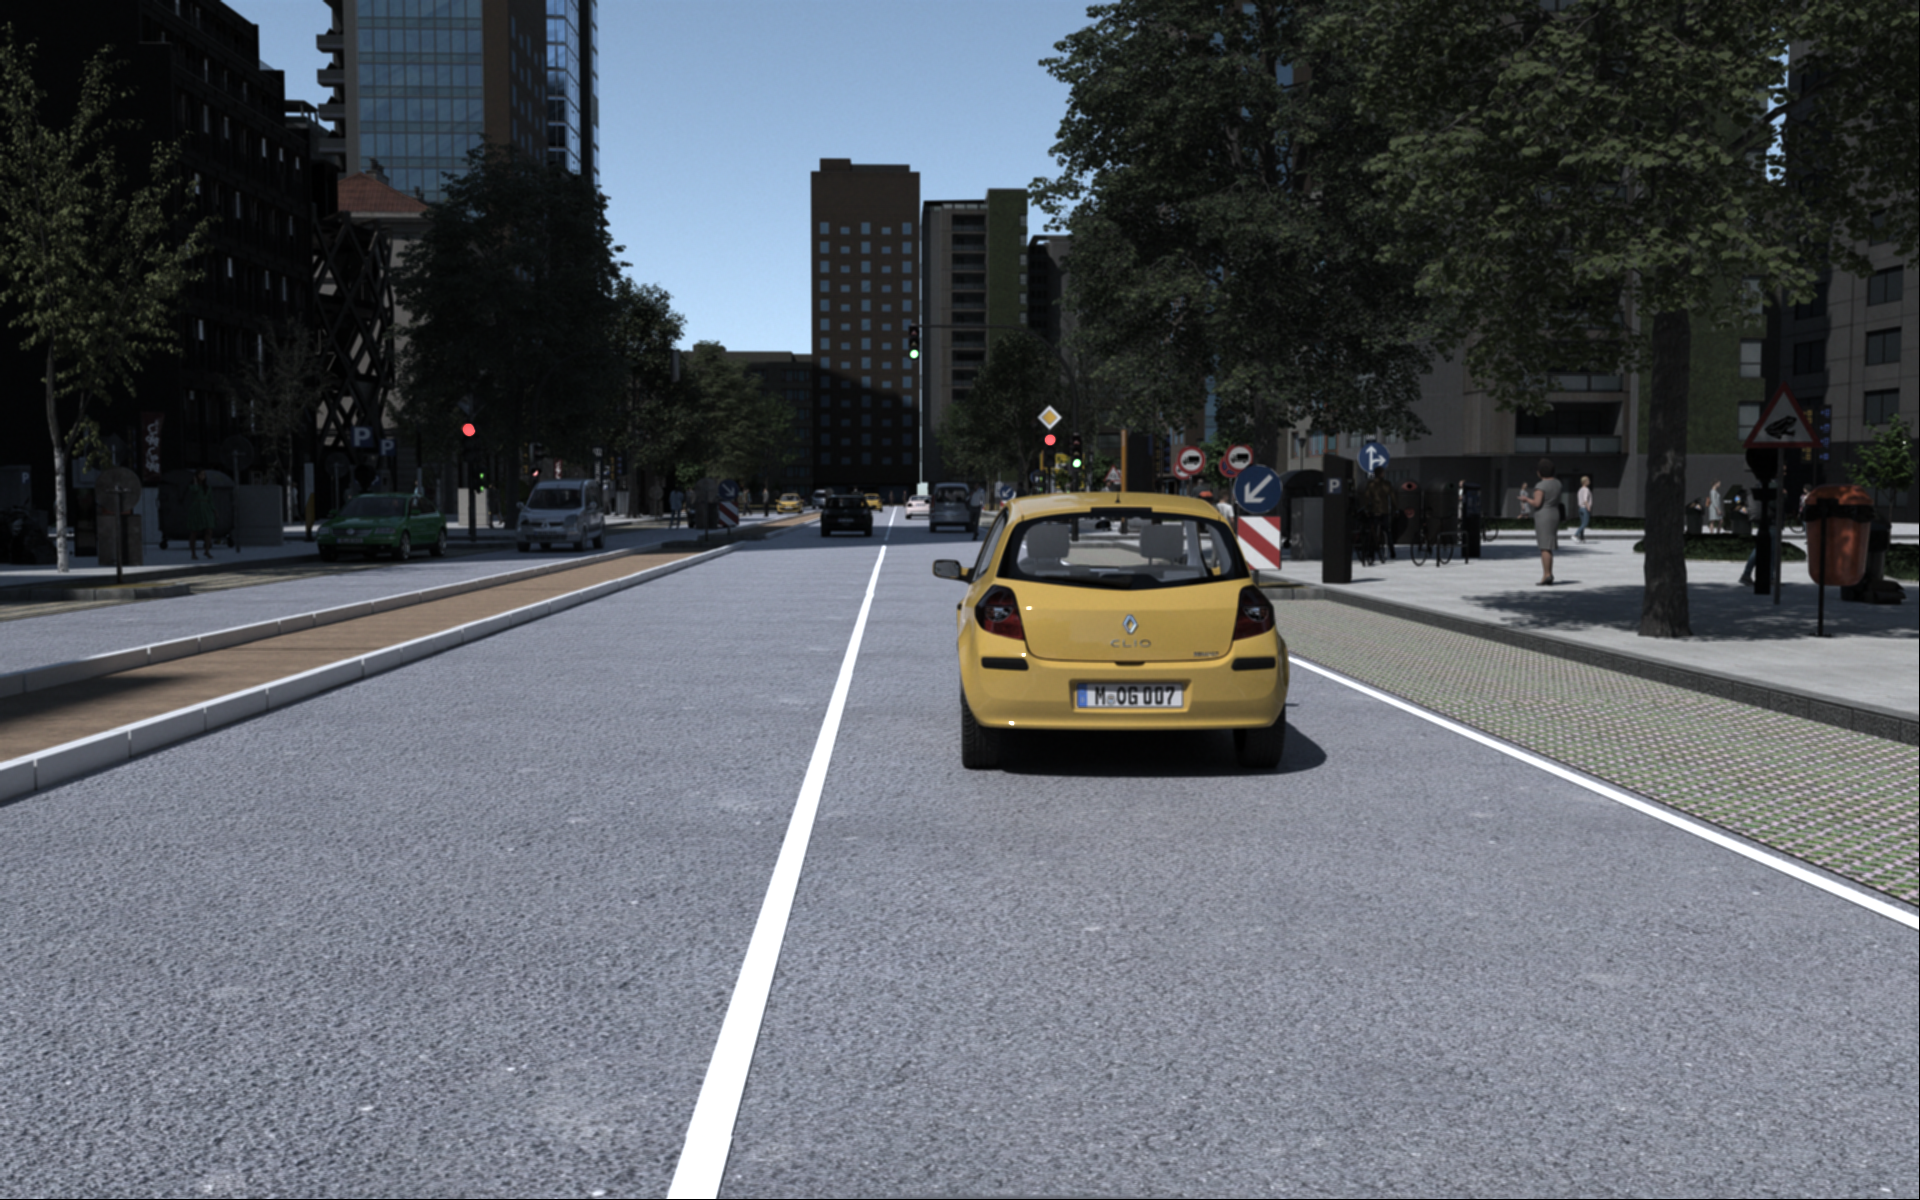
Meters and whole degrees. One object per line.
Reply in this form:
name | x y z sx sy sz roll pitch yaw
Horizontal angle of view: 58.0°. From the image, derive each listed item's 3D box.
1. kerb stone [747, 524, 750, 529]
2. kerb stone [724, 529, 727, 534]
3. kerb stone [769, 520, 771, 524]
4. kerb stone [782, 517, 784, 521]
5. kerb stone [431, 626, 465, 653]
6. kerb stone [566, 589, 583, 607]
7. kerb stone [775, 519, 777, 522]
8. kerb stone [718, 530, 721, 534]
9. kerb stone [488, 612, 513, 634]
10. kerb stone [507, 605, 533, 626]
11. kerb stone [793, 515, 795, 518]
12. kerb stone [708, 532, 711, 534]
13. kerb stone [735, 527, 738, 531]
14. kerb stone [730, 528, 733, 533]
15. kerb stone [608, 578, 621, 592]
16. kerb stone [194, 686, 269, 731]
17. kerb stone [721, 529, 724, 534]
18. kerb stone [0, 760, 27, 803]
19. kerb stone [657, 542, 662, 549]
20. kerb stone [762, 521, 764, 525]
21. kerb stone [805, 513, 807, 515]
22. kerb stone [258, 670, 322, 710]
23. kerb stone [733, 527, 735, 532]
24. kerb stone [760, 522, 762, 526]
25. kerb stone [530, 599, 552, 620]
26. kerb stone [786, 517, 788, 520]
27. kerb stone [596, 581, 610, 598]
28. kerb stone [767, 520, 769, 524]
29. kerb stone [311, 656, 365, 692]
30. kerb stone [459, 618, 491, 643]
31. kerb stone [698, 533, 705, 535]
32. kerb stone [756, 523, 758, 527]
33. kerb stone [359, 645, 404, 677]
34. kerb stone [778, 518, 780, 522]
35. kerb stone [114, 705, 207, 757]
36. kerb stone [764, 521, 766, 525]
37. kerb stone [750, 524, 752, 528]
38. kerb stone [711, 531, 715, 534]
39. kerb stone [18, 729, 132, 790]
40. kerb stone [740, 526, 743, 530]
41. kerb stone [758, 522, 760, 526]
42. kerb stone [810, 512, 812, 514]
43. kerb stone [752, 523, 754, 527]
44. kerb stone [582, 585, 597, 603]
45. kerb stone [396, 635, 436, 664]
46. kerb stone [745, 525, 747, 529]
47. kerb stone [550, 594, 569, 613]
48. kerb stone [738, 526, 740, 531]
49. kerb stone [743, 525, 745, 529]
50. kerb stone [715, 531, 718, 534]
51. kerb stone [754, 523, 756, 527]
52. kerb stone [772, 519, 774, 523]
kerb stone | -8.806 -2.968 70.821 0.120 0.150 1.000 0 4 -2
kerb stone | -8.479 -2.409 61.580 0.120 0.150 1.000 0 4 -2
kerb stone | -9.197 -3.665 82.122 0.120 0.150 1.000 0 4 -2
kerb stone | -9.518 -4.229 91.336 0.120 0.150 1.000 0 4 -2
kerb stone | -4.802 0.382 16.055 0.120 0.150 1.000 0 4 -2
kerb stone | -5.012 0.000 22.192 0.120 0.150 1.000 0 4 -2
kerb stone | -9.335 -3.912 86.222 0.120 0.150 1.000 0 4 -2
kerb stone | -8.418 -2.283 59.530 0.120 0.150 1.000 0 4 -2
kerb stone | -4.873 0.257 18.099 0.120 0.150 1.000 0 4 -2
kerb stone | -4.907 0.191 19.120 0.120 0.150 1.000 0 4 -2
kerb stone | -9.843 -4.793 100.566 0.120 0.150 1.000 0 4 -2
kerb stone | -8.304 -2.088 56.466 0.120 0.150 1.000 0 4 -2
kerb stone | -8.623 -2.660 65.682 0.120 0.150 1.000 0 4 -2
kerb stone | -8.558 -2.534 63.625 0.120 0.150 1.000 0 4 -2
kerb stone | -5.121 -0.188 25.270 0.120 0.150 1.000 0 4 -2
kerb stone | -4.618 0.689 10.927 0.120 0.150 1.000 0 4 -2
kerb stone | -8.451 -2.346 60.558 0.120 0.150 1.000 0 4 -2
kerb stone | -4.509 0.877 7.854 0.120 0.150 1.000 0 4 -2
kerb stone | -7.901 -1.379 44.742 0.120 0.150 1.000 0 4 -2
kerb stone | -9.053 -3.408 78.013 0.120 0.150 1.000 0 4 -2
kerb stone | -10.306 -5.607 113.873 0.120 0.150 1.000 0 4 -2
kerb stone | -4.653 0.627 11.952 0.120 0.150 1.000 0 4 -2
kerb stone | -8.587 -2.595 64.649 0.120 0.150 1.000 0 4 -2
kerb stone | -9.021 -3.350 76.983 0.120 0.150 1.000 0 4 -2
kerb stone | -4.941 0.129 20.142 0.120 0.150 1.000 0 4 -2
kerb stone | -9.634 -4.415 94.424 0.120 0.150 1.000 0 4 -2
kerb stone | -5.081 -0.126 24.248 0.120 0.150 1.000 0 4 -2
kerb stone | -9.155 -3.602 81.092 0.120 0.150 1.000 0 4 -2
kerb stone | -4.696 0.564 12.973 0.120 0.150 1.000 0 4 -2
kerb stone | -4.833 0.313 17.078 0.120 0.150 1.000 0 4 -2
kerb stone | -8.270 -2.033 55.444 0.120 0.150 1.000 0 4 -2
kerb stone | -8.945 -3.225 74.935 0.120 0.150 1.000 0 4 -2
kerb stone | -4.725 0.502 14.003 0.120 0.150 1.000 0 4 -2
kerb stone | -9.413 -4.034 88.265 0.120 0.150 1.000 0 4 -2
kerb stone | -4.582 0.752 9.906 0.120 0.150 1.000 0 4 -2
kerb stone | -9.090 -3.477 79.042 0.120 0.150 1.000 0 4 -2
kerb stone | -8.837 -3.031 71.849 0.120 0.150 1.000 0 4 -2
kerb stone | -8.347 -2.159 57.487 0.120 0.150 1.000 0 4 -2
kerb stone | -4.542 0.815 8.875 0.120 0.150 1.000 0 4 -2
kerb stone | -8.697 -2.785 67.742 0.120 0.150 1.000 0 4 -2
kerb stone | -8.985 -3.283 75.961 0.120 0.150 1.000 0 4 -2
kerb stone | -10.519 -5.984 120.039 0.120 0.150 1.000 0 4 -2
kerb stone | -8.874 -3.096 72.872 0.120 0.150 1.000 0 4 -2
kerb stone | -5.043 -0.063 23.219 0.120 0.150 1.000 0 4 -2
kerb stone | -4.761 0.441 15.028 0.120 0.150 1.000 0 4 -2
kerb stone | -8.783 -2.908 69.787 0.120 0.150 1.000 0 4 -2
kerb stone | -4.969 0.063 21.163 0.120 0.150 1.000 0 4 -2
kerb stone | -8.665 -2.722 66.708 0.120 0.150 1.000 0 4 -2
kerb stone | -8.733 -2.848 68.763 0.120 0.150 1.000 0 4 -2
kerb stone | -8.384 -2.216 58.509 0.120 0.150 1.000 0 4 -2
kerb stone | -8.910 -3.162 73.898 0.120 0.150 1.000 0 4 -2
kerb stone | -9.276 -3.791 84.172 0.120 0.150 1.000 0 4 -2
